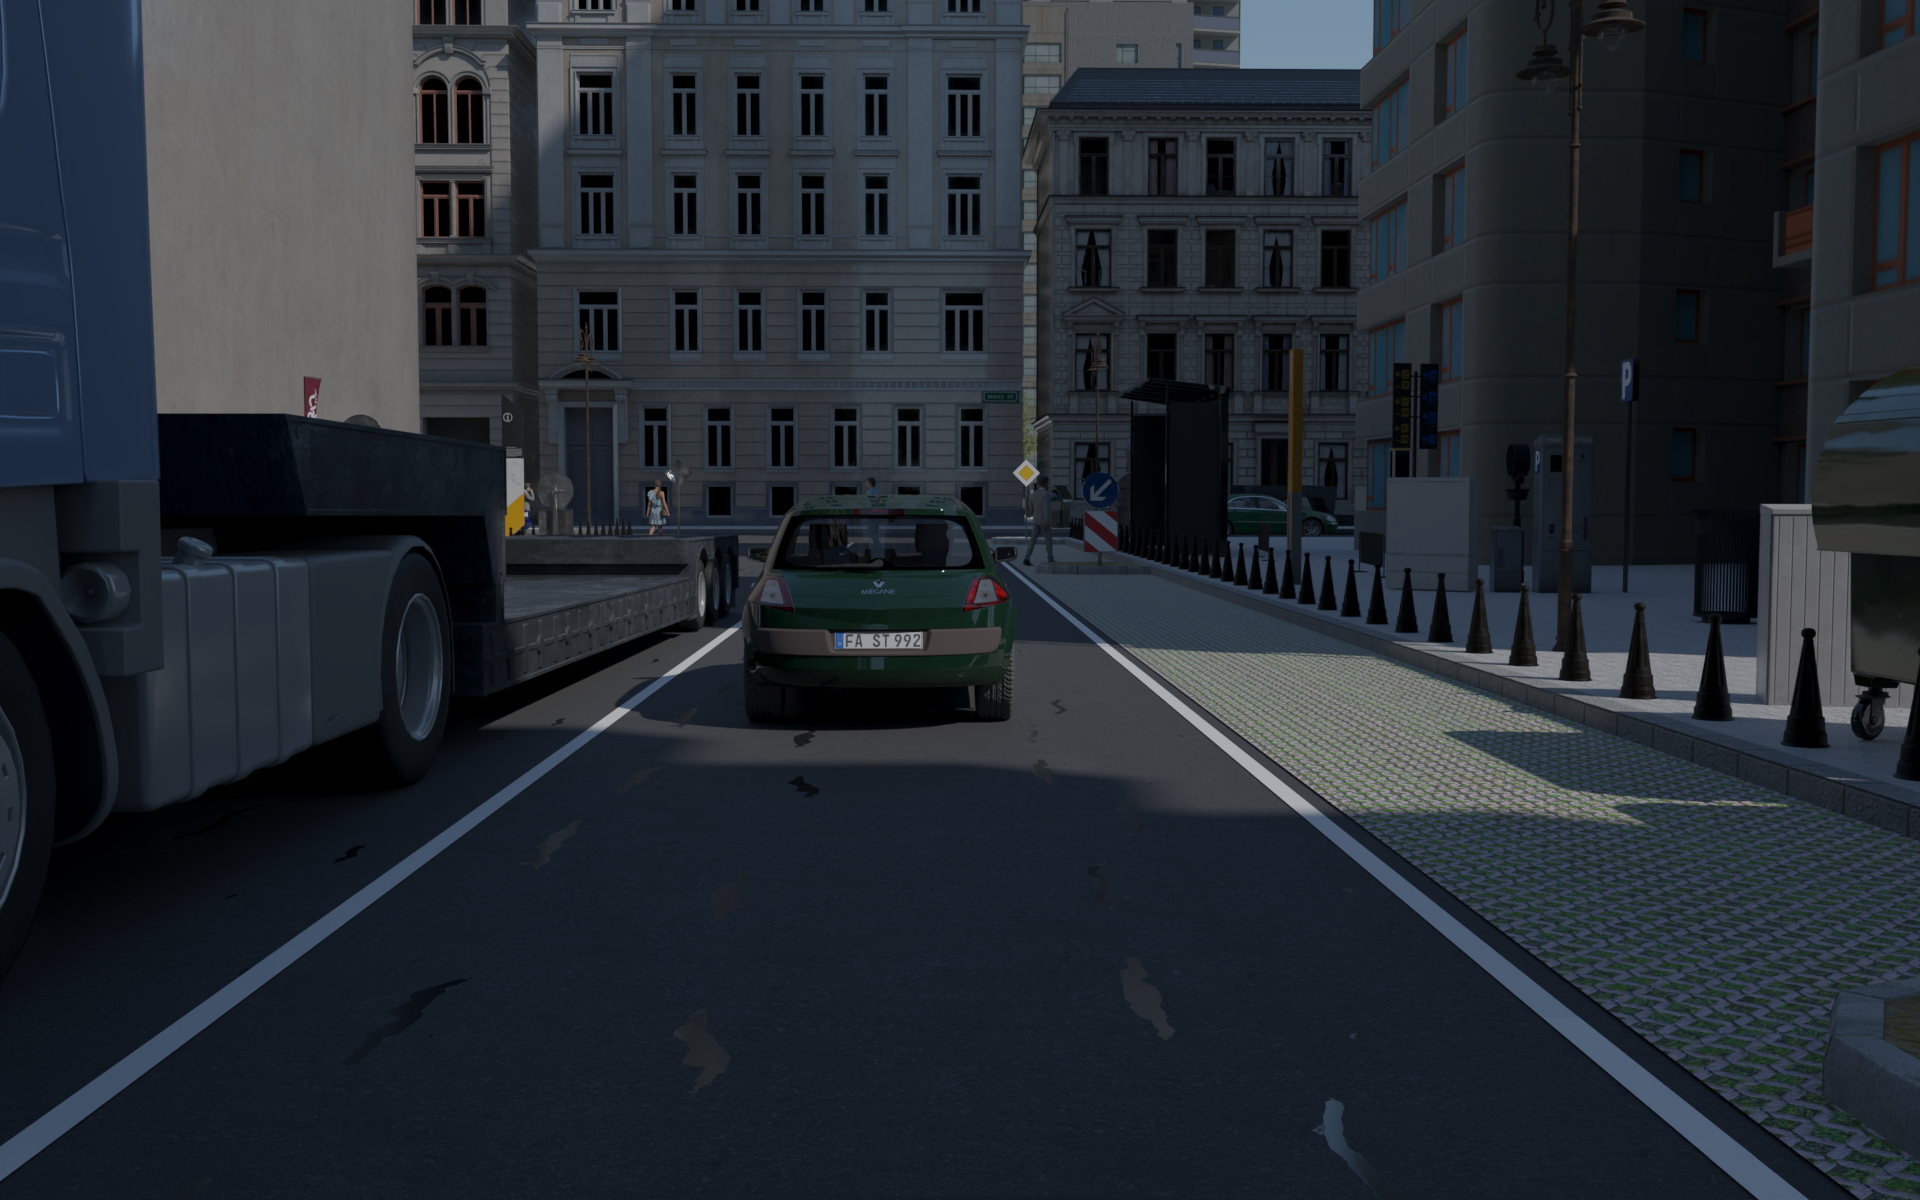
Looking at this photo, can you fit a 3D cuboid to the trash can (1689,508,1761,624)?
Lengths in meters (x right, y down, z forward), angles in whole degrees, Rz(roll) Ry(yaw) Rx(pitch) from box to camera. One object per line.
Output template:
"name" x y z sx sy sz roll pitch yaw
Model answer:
"trash can" 7.647 -0.343 17.255 0.748 1.137 0.748 0 3 0

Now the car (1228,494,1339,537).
"car" 9.462 -2.620 54.628 4.920 1.459 2.131 0 4 -1

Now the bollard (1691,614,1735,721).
"bollard" 4.296 0.378 9.867 0.229 0.601 0.229 0 3 0

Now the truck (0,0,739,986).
"truck" -3.859 -1.330 11.510 2.967 4.110 18.799 0 4 0

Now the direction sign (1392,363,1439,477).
"direction sign" 7.889 -2.329 30.070 0.876 3.537 0.379 -1 4 -17

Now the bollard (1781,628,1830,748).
"bollard" 4.316 0.441 8.826 0.229 0.601 0.229 0 3 0

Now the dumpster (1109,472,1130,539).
"dumpster" 4.542 -2.409 45.146 1.264 1.857 1.865 0 4 -1

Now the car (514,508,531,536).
"car" -15.932 -2.653 55.950 3.894 1.354 1.945 0 4 -1

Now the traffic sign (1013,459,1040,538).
"traffic sign" 1.911 -2.834 49.986 0.795 2.450 0.064 0 4 -1

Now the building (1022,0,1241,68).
"building" 16.470 -38.392 169.706 21.231 58.520 28.212 0 4 -1

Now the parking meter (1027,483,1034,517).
"parking meter" 3.869 -5.490 95.474 0.399 1.863 0.255 -2 4 -31

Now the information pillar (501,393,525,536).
"information pillar" -10.402 -2.991 40.258 0.504 3.616 0.183 0 4 -7

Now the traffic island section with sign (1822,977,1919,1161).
"traffic island section with sign" 3.041 0.305 3.637 1.989 1.847 2.006 0 4 -1

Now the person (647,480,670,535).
"person" -8.268 -2.372 47.376 0.616 1.811 0.778 1 4 19

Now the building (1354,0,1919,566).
"building" 23.249 -11.019 25.199 27.650 21.520 28.899 0 4 -1

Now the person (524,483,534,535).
"person" -14.432 -2.991 57.581 0.473 1.802 0.592 -2 4 -30

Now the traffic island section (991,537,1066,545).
"traffic island section" 1.934 -1.699 50.064 2.009 0.180 2.903 0 4 -1

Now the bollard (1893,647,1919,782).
"bollard" 4.342 0.504 7.799 0.229 0.601 0.229 0 3 0

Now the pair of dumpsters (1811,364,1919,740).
"pair of dumpsters" 5.317 -0.274 6.978 1.574 2.255 4.437 0 4 -1

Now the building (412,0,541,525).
"building" -29.099 -17.574 74.717 23.554 28.519 14.401 0 4 -1

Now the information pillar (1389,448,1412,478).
"information pillar" 7.070 -1.428 27.840 0.304 2.012 0.304 0 4 3

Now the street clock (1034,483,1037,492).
"street clock" 4.730 -6.411 109.382 0.471 2.002 0.358 2 4 31

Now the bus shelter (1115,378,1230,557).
"bus shelter" 4.613 -2.868 38.168 1.731 3.624 6.357 0 4 -1

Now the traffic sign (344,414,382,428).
"traffic sign" -9.582 -1.688 27.705 0.768 2.556 0.104 0 4 5

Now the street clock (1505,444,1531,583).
"street clock" 8.026 -1.246 24.949 0.358 2.002 0.471 0 4 3

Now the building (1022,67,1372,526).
"building" 12.493 -12.757 73.211 19.286 19.102 10.561 0 4 -1

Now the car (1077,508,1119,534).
"car" 5.947 -2.889 57.027 4.222 1.686 2.009 0 4 -1

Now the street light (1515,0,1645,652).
"street light" 4.926 -2.518 13.954 0.468 5.910 1.993 0 4 -1

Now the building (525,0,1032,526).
"building" -7.256 -17.663 74.686 20.117 28.700 13.634 0 4 -1

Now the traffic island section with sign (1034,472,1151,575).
"traffic island section with sign" 2.375 -1.403 31.567 1.989 1.847 2.006 0 4 -1

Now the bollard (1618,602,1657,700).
"bollard" 4.270 0.315 10.893 0.229 0.601 0.229 0 3 0

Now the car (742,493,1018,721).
"car" -0.556 -0.156 12.335 2.009 1.686 4.222 0 4 -2

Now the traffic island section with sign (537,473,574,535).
"traffic island section with sign" -7.335 -1.381 31.213 1.989 1.847 2.006 0 4 -1

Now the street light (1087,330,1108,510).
"street light" 3.879 -4.660 48.973 0.468 5.910 1.993 0 4 -1

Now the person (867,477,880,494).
"person" -1.952 -1.925 39.993 0.620 1.820 0.660 1 4 20

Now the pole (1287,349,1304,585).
"pole" 4.738 -1.874 24.488 0.158 3.312 0.155 0 3 0

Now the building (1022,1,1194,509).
"building" 11.968 -28.420 148.263 14.154 41.232 14.086 0 4 -1

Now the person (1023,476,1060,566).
"person" 1.602 -1.568 34.418 0.850 1.792 0.678 -3 5 -40

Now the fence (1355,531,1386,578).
"fence" 6.512 -0.736 27.410 0.278 0.683 2.069 0 4 2

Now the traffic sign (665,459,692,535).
"traffic sign" -8.081 -2.821 49.770 0.795 2.450 0.064 0 4 -1

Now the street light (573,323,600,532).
"street light" -10.094 -4.535 46.938 0.468 5.910 1.993 0 4 -1

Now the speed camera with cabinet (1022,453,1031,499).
"speed camera with cabinet" 3.719 -5.416 82.881 2.038 3.252 0.660 1 4 11

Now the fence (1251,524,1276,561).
"fence" 5.994 -1.151 34.191 0.278 0.683 2.069 0 4 4

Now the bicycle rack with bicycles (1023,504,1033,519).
"bicycle rack with bicycles" 4.810 -4.653 89.466 2.925 0.926 2.852 1 4 20

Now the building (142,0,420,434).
"building" -31.037 -14.106 35.146 34.151 26.468 19.350 0 4 -1

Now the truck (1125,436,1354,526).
"truck" 14.636 -4.425 62.101 18.799 4.110 2.967 0 4 -2
